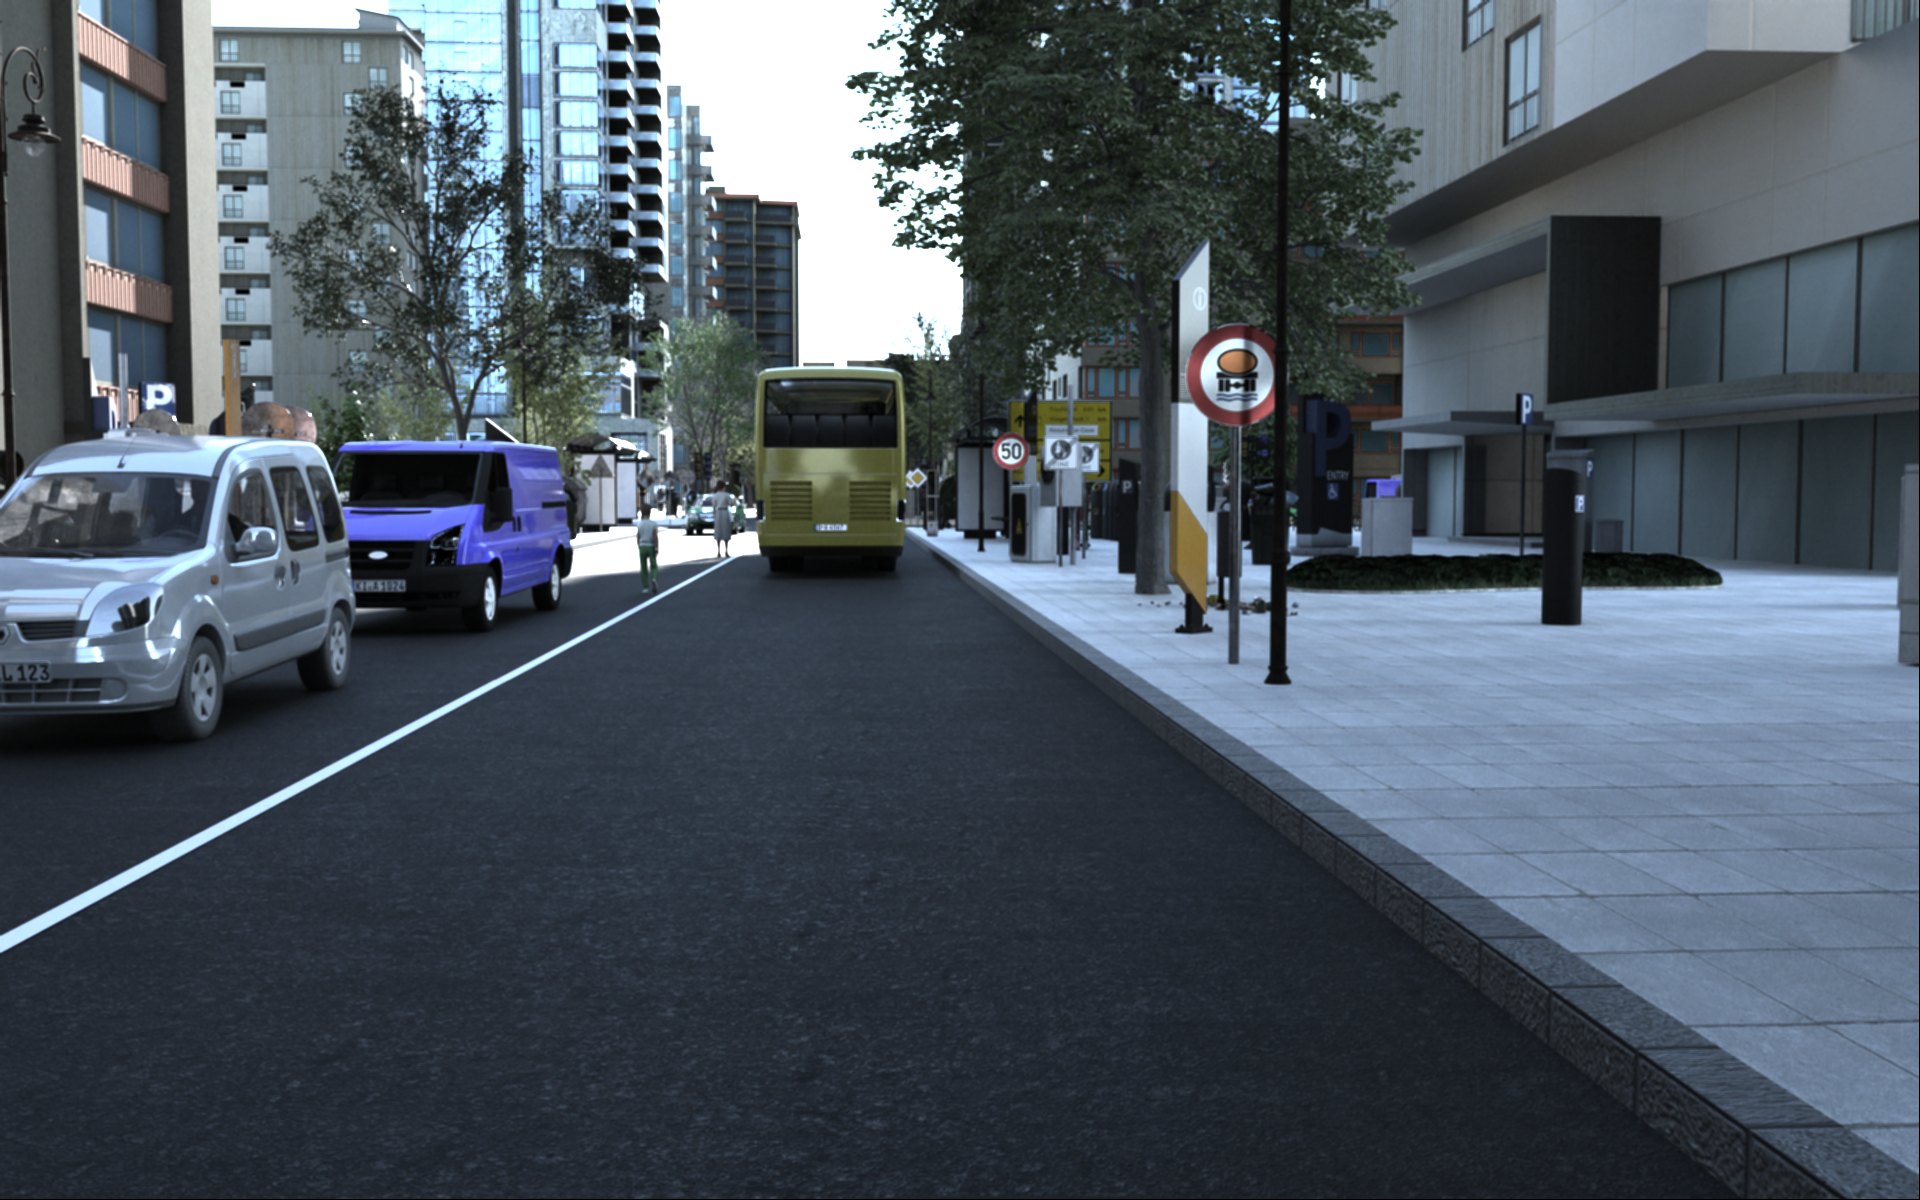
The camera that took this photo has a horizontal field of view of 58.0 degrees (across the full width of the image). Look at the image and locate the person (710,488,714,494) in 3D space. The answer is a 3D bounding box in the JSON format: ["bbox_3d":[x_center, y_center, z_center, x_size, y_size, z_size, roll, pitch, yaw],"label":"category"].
[{"bbox_3d":[-10.392,-3.862,72.646,0.512,1.701,0.522,2,4,23],"label":"person"}]

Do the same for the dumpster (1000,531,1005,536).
[{"bbox_3d":[0.880,-2.818,51.826,1.264,1.857,1.865,0,4,-3],"label":"dumpster"}]

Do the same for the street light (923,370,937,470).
[{"bbox_3d":[-1.111,-5.632,64.864,0.468,5.910,1.993,0,4,-3],"label":"street light"}]

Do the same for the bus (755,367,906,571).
[{"bbox_3d":[-2.553,-2.658,35.013,2.896,3.916,12.252,0,4,-4],"label":"bus"}]

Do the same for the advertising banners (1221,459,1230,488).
[{"bbox_3d":[12.007,-4.795,74.590,0.090,3.025,2.074,-3,5,-42],"label":"advertising banners"}]

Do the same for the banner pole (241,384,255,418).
[{"bbox_3d":[-16.148,-3.005,39.150,0.401,3.779,0.863,2,4,28],"label":"banner pole"}]

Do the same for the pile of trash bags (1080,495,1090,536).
[{"bbox_3d":[4.843,-2.751,54.729,3.447,1.369,1.912,-3,5,-42],"label":"pile of trash bags"}]

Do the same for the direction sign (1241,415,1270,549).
[{"bbox_3d":[6.791,-2.952,40.259,0.876,3.537,0.379,3,5,40],"label":"direction sign"}]

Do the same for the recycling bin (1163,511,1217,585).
[{"bbox_3d":[3.282,-0.755,24.901,0.722,1.027,0.722,1,4,18],"label":"recycling bin"}]

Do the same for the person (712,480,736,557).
[{"bbox_3d":[-5.360,-1.855,39.391,0.480,1.755,0.524,1,4,8],"label":"person"}]

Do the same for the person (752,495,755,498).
[{"bbox_3d":[-27.551,-13.413,227.880,0.705,1.814,1.350,3,4,37],"label":"person"}]

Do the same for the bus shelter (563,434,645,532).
[{"bbox_3d":[-12.529,-4.100,60.952,2.014,3.302,5.546,0,4,-4],"label":"bus shelter"}]

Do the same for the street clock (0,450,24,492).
[{"bbox_3d":[-15.655,-1.463,28.491,0.358,2.002,0.471,1,4,19],"label":"street clock"}]

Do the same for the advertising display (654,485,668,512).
[{"bbox_3d":[-21.437,-7.274,124.137,0.974,1.923,0.123,0,4,-7],"label":"advertising display"}]

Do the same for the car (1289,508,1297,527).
[{"bbox_3d":[11.439,-3.671,68.809,4.718,1.807,1.959,0,4,-5],"label":"car"}]

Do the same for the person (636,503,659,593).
[{"bbox_3d":[-4.489,-0.745,24.930,0.306,1.304,0.590,-1,4,-20],"label":"person"}]

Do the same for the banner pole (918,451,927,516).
[{"bbox_3d":[-2.218,-6.803,101.250,0.863,3.779,0.401,-3,5,-44],"label":"banner pole"}]

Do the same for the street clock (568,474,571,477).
[{"bbox_3d":[-14.080,-3.570,62.936,0.358,2.002,0.471,0,4,0],"label":"street clock"}]

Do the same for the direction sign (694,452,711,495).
[{"bbox_3d":[-13.964,-6.244,94.082,0.876,3.537,0.379,0,4,-5],"label":"direction sign"}]

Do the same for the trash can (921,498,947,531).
[{"bbox_3d":[-0.958,-2.923,59.444,0.748,1.137,0.748,0,3,0],"label":"trash can"}]

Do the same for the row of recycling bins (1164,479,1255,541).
[{"bbox_3d":[7.274,-2.499,47.967,3.534,1.692,1.069,2,4,32],"label":"row of recycling bins"}]

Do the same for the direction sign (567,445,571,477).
[{"bbox_3d":[-17.259,-5.217,77.301,0.876,3.537,0.379,3,5,43],"label":"direction sign"}]

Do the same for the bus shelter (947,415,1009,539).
[{"bbox_3d":[0.800,-3.269,47.378,2.014,3.302,5.546,0,4,-3],"label":"bus shelter"}]

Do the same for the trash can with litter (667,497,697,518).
[{"bbox_3d":[-14.584,-4.991,92.659,2.233,1.210,1.678,1,4,23],"label":"trash can with litter"}]

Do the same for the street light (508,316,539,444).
[{"bbox_3d":[-10.772,-4.286,42.869,0.468,5.910,1.993,0,4,-3],"label":"street light"}]

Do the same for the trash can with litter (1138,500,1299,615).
[{"bbox_3d":[3.032,-0.501,19.252,1.678,1.210,2.233,-1,4,-12],"label":"trash can with litter"}]

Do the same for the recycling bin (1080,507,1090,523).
[{"bbox_3d":[5.515,-3.995,77.878,0.722,1.027,0.722,-1,4,-21],"label":"recycling bin"}]

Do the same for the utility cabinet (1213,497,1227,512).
[{"bbox_3d":[4.731,-1.406,34.148,1.020,1.237,0.306,-1,4,-20],"label":"utility cabinet"}]

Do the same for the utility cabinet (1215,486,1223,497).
[{"bbox_3d":[6.339,-2.250,45.471,1.173,1.500,0.318,-2,4,-25],"label":"utility cabinet"}]

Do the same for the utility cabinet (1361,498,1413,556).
[{"bbox_3d":[7.802,-1.254,31.672,1.020,1.237,0.306,-2,4,-30],"label":"utility cabinet"}]

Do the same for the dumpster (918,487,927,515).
[{"bbox_3d":[-1.955,-6.121,105.832,1.264,1.857,1.865,0,4,-3],"label":"dumpster"}]

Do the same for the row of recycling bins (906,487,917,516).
[{"bbox_3d":[-3.136,-5.910,103.734,1.069,1.692,3.534,0,4,-5],"label":"row of recycling bins"}]

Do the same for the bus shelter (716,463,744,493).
[{"bbox_3d":[-17.703,-8.711,133.709,1.731,3.624,6.357,0,4,-3],"label":"bus shelter"}]

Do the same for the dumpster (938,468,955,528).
[{"bbox_3d":[-0.079,-3.839,65.259,1.502,2.255,1.985,0,4,-4],"label":"dumpster"}]

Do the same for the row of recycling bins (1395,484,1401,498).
[{"bbox_3d":[16.717,-3.412,62.901,1.069,1.692,3.534,3,4,36],"label":"row of recycling bins"}]

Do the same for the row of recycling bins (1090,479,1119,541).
[{"bbox_3d":[4.462,-2.539,48.629,1.069,1.692,3.534,-1,4,-9],"label":"row of recycling bins"}]

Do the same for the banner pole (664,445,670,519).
[{"bbox_3d":[-15.080,-6.049,88.912,0.401,3.779,0.863,0,4,-7],"label":"banner pole"}]

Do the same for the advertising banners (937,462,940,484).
[{"bbox_3d":[-1.006,-5.891,92.509,0.090,3.025,2.074,-1,4,-10],"label":"advertising banners"}]

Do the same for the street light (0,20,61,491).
[{"bbox_3d":[-9.145,-2.680,16.598,0.468,5.910,1.993,0,4,-3],"label":"street light"}]

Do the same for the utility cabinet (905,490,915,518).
[{"bbox_3d":[-2.947,-5.147,92.837,1.173,1.500,0.318,-3,5,-42],"label":"utility cabinet"}]

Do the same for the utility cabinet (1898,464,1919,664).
[{"bbox_3d":[7.455,-0.234,12.507,0.318,1.500,1.173,-2,4,-29],"label":"utility cabinet"}]

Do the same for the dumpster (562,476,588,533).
[{"bbox_3d":[-13.009,-3.133,56.985,1.264,1.857,1.865,0,4,-4],"label":"dumpster"}]

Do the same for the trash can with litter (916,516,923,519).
[{"bbox_3d":[-1.779,-4.759,88.873,1.678,1.210,2.233,2,4,24],"label":"trash can with litter"}]

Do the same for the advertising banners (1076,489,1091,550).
[{"bbox_3d":[2.683,-2.653,39.556,0.090,3.025,2.074,1,4,19],"label":"advertising banners"}]

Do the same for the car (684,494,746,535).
[{"bbox_3d":[-8.744,-3.083,62.202,2.131,1.459,4.920,0,4,-2],"label":"car"}]

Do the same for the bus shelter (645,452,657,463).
[{"bbox_3d":[-14.533,-4.996,75.613,2.014,3.302,5.546,0,4,-3],"label":"bus shelter"}]
